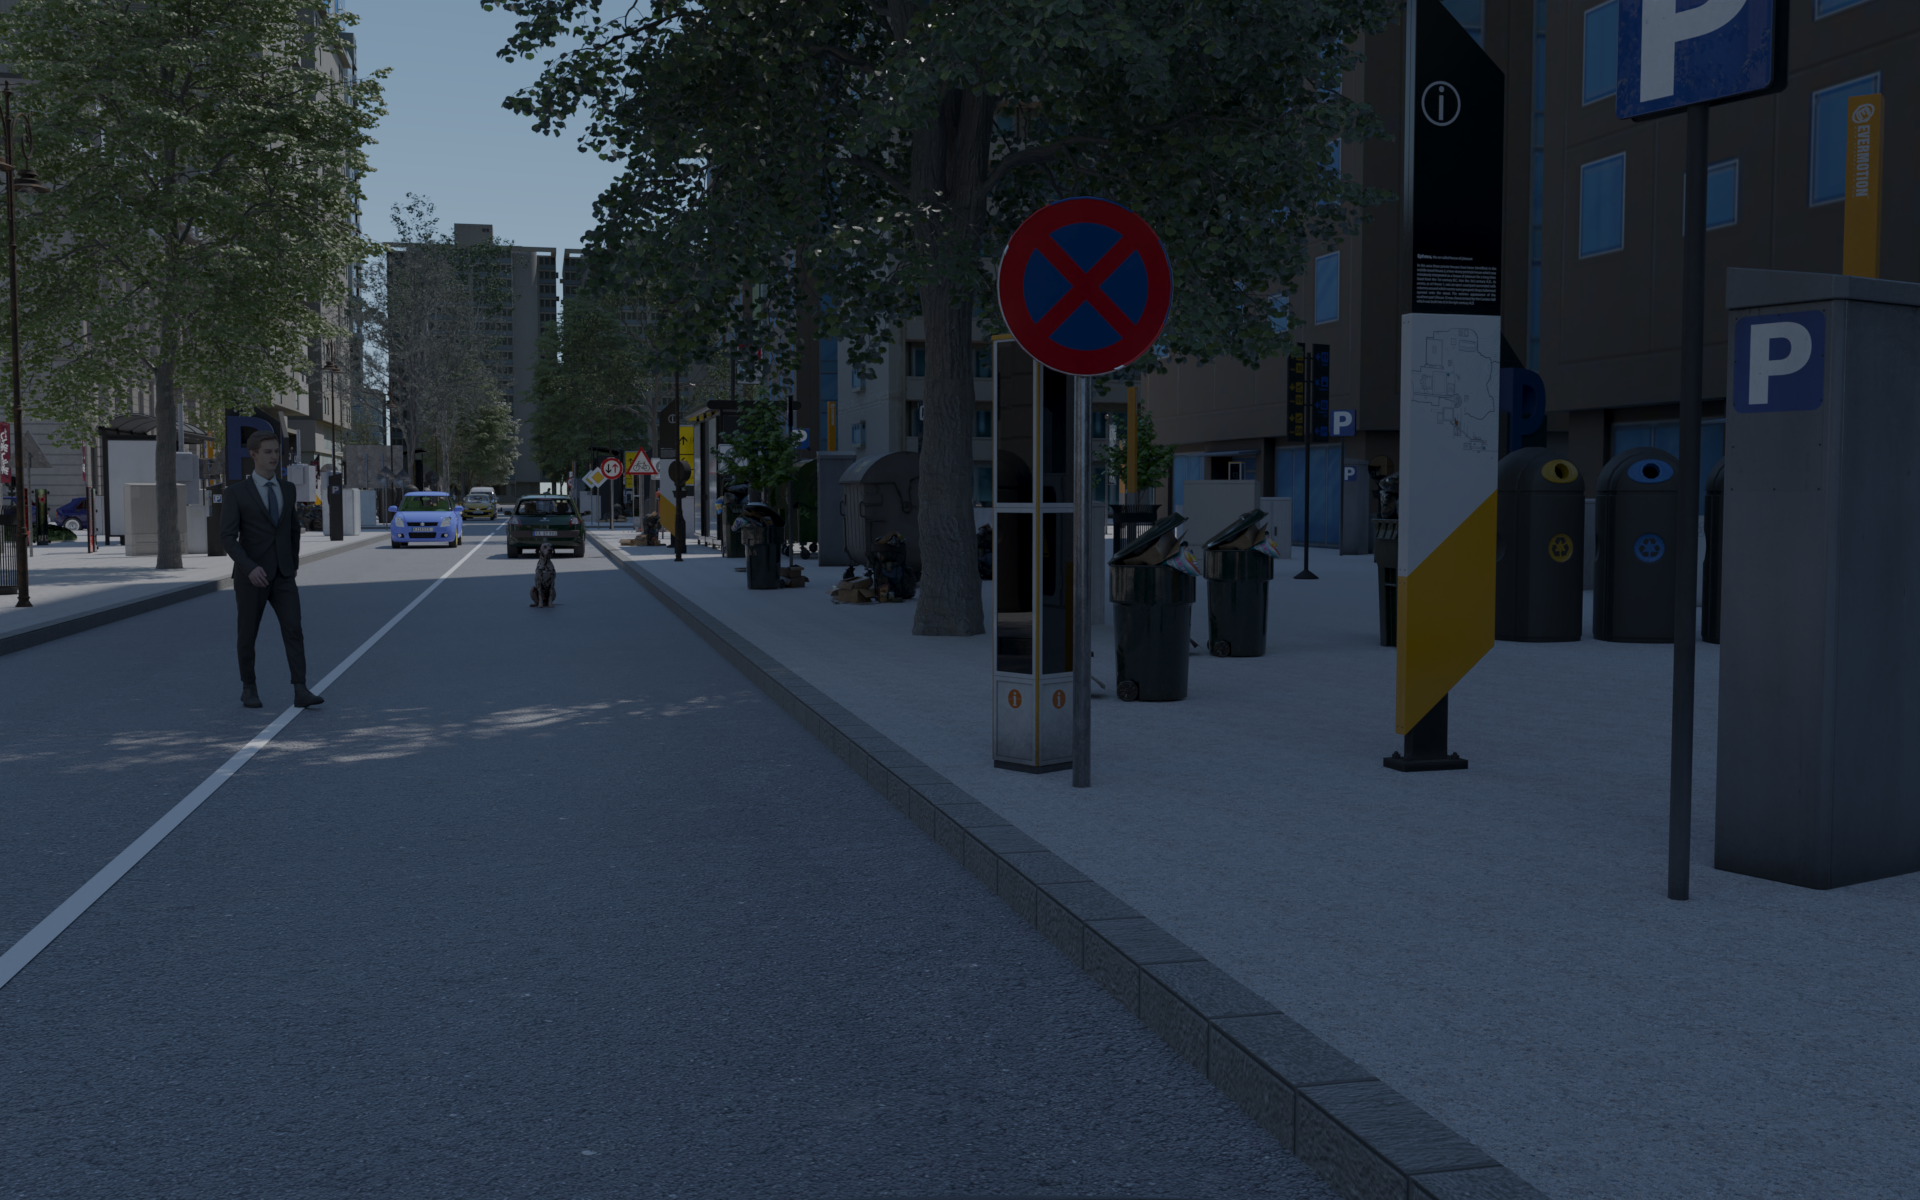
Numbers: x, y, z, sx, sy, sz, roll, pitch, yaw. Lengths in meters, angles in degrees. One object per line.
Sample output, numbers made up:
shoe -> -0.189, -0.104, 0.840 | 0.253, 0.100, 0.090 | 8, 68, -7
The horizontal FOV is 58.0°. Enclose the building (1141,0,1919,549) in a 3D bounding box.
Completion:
building -> 13.778, -24.169, 45.268 | 14.600, 45.320, 14.200 | -1, 4, -14

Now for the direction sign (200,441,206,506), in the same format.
direction sign -> -32.322, -5.016, 74.003 | 0.379, 3.537, 0.876 | -1, 4, -12

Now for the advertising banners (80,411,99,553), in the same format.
advertising banners -> -18.884, -2.529, 37.541 | 0.090, 3.025, 2.074 | -1, 4, -20

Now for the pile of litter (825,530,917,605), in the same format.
pile of litter -> -1.103, -0.421, 20.842 | 1.176, 0.858, 1.719 | 2, 4, 26

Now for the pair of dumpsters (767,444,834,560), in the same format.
pair of dumpsters -> -3.108, -2.037, 35.793 | 1.574, 2.255, 4.437 | -1, 4, -14

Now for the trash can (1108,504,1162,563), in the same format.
trash can -> 2.419, -0.752, 23.950 | 0.748, 1.137, 0.748 | 0, 3, 0

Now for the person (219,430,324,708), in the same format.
person -> -4.579, -0.201, 11.562 | 0.755, 1.850, 0.659 | 3, 5, 40

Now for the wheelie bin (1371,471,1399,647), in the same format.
wheelie bin -> 3.844, -0.398, 14.422 | 0.693, 1.594, 0.980 | -1, 4, -14

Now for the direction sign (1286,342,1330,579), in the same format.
direction sign -> 5.233, -2.085, 26.084 | 0.876, 3.537, 0.379 | -2, 4, -35

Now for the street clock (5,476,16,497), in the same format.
street clock -> -37.874, -3.953, 69.203 | 0.358, 2.002, 0.471 | 1, 4, 22

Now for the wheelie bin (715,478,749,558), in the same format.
wheelie bin -> -4.427, -1.652, 34.913 | 0.980, 1.594, 0.693 | -1, 4, -15

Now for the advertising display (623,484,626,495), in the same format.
advertising display -> -22.357, -6.612, 113.321 | 0.974, 1.923, 0.123 | -1, 4, -19

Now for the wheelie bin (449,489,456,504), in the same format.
wheelie bin -> -34.703, -6.675, 117.046 | 0.980, 1.594, 0.693 | 3, 4, 37

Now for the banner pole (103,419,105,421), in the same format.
banner pole -> -27.732, -4.081, 56.749 | 0.863, 3.779, 0.401 | -3, 5, -44

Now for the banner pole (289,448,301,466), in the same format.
banner pole -> -35.846, -6.324, 93.422 | 0.401, 3.779, 0.863 | 1, 4, 22

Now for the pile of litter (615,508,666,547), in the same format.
pile of litter -> -7.896, -1.778, 43.033 | 1.176, 0.858, 1.719 | -1, 4, -10

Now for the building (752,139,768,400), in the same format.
building -> -9.872, -27.857, 139.048 | 14.154, 41.232, 14.086 | -1, 4, -14

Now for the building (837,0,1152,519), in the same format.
building -> 4.128, -29.004, 97.923 | 21.600, 48.544, 21.300 | -1, 4, -14

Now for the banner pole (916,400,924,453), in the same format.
banner pole -> -0.595, -3.100, 40.708 | 0.863, 3.779, 0.401 | 0, 4, 0

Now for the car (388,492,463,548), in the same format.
car -> -14.479, -2.293, 47.075 | 1.945, 1.707, 3.694 | -1, 4, -13

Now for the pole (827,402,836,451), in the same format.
pole -> -2.836, -2.722, 38.340 | 0.158, 3.312, 0.155 | 0, 3, 0

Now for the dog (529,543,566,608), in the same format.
dog -> -5.217, -0.321, 22.079 | 0.513, 0.831, 0.800 | 1, 4, 19

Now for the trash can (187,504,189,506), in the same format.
trash can -> -40.443, -4.797, 90.081 | 0.748, 1.137, 0.748 | 0, 3, 0

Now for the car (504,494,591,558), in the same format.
car -> -9.606, -1.866, 40.300 | 2.009, 1.686, 4.222 | -1, 4, -12

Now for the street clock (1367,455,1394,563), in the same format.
street clock -> 7.829, -1.695, 32.282 | 0.471, 2.002, 0.358 | 1, 4, 11

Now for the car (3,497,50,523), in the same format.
car -> -35.001, -3.040, 62.283 | 3.894, 1.354, 1.945 | -1, 4, -16

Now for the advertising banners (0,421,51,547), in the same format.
advertising banners -> -22.986, -2.834, 42.516 | 0.090, 3.025, 2.074 | 0, 4, 3

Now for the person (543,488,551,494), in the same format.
person -> -24.186, -5.671, 101.406 | 0.592, 1.802, 0.473 | 1, 4, 9

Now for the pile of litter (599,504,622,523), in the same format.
pile of litter -> -15.531, -3.929, 78.198 | 1.719, 0.858, 1.176 | 1, 4, 9

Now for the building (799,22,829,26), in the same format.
building -> -13.841, -31.097, 158.544 | 14.600, 45.320, 14.200 | -1, 4, -14

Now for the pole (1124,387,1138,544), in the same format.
pole -> 3.295, -2.404, 33.153 | 0.158, 3.312, 0.155 | 0, 3, 0

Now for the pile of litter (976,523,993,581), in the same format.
pile of litter -> 0.244, -0.738, 26.030 | 1.719, 0.858, 1.176 | -1, 4, -20

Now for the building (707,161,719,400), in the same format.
building -> -17.489, -31.937, 172.279 | 14.600, 45.320, 14.200 | -1, 4, -14

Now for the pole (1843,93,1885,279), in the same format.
pole -> 4.655, -0.927, 8.993 | 0.158, 3.312, 0.155 | 0, 3, 0

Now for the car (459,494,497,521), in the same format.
car -> -26.397, -5.176, 94.853 | 2.015, 1.641, 3.980 | -1, 4, -15

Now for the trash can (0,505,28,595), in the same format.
trash can -> -12.311, -0.640, 22.123 | 0.748, 1.137, 0.748 | 0, 3, 0

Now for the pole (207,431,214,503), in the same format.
pole -> -24.399, -3.827, 56.414 | 0.158, 3.312, 0.155 | 0, 3, 0

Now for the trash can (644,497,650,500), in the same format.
trash can -> -13.825, -3.974, 76.630 | 0.748, 1.137, 0.748 | 0, 3, 0

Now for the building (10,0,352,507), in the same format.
building -> -79.272, -36.230, 181.599 | 27.495, 52.752, 28.713 | -1, 4, -14

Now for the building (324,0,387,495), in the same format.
building -> -96.036, -56.593, 237.972 | 31.000, 86.520, 22.319 | -1, 4, -14

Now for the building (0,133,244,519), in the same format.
building -> -54.582, -16.537, 112.174 | 13.314, 21.916, 24.055 | -1, 4, -14

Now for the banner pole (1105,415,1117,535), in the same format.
banner pole -> 4.762, -3.970, 54.934 | 0.401, 3.779, 0.863 | 2, 4, 34

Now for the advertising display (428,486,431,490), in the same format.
advertising display -> -40.149, -7.704, 131.166 | 0.123, 1.923, 0.974 | -1, 4, -21

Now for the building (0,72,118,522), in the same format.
building -> -48.544, -15.115, 88.929 | 13.314, 21.916, 24.055 | -1, 4, -14

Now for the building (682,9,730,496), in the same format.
building -> -19.455, -53.889, 193.762 | 22.319, 86.520, 31.000 | -1, 4, -14

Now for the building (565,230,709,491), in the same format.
building -> -47.050, -34.632, 258.112 | 23.993, 40.220, 32.217 | -1, 4, -14

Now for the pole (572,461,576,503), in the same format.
pole -> -23.724, -6.886, 106.425 | 0.158, 3.312, 0.155 | 0, 3, 0

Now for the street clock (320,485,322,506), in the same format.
street clock -> -51.131, -8.187, 138.420 | 0.358, 2.002, 0.471 | 1, 4, 13

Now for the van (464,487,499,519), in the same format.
van -> -28.203, -5.820, 102.173 | 2.013, 2.044, 4.112 | -1, 4, -13

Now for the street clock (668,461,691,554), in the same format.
street clock -> -6.038, -2.006, 37.371 | 0.471, 2.002, 0.358 | 2, 4, 33

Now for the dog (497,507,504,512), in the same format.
dog -> -37.277, -7.337, 140.150 | 0.748, 0.427, 0.550 | -2, 4, -25

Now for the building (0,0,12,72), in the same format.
building -> -71.673, -34.183, 148.132 | 28.713, 52.752, 27.495 | -1, 4, -14

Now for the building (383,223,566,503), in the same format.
building -> -70.445, -34.245, 251.779 | 23.993, 40.220, 32.217 | -1, 4, -14

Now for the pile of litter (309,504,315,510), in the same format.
pile of litter -> -29.845, -4.084, 80.735 | 1.176, 0.858, 1.719 | -2, 4, -32

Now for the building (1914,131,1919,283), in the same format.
building -> 18.420, -22.843, 23.590 | 14.600, 45.320, 14.200 | -1, 4, -14

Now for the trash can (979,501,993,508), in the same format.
trash can -> 0.769, -1.527, 36.618 | 0.748, 1.137, 0.748 | 0, 3, 0

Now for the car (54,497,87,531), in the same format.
car -> -30.444, -3.059, 62.601 | 3.894, 1.354, 1.945 | -1, 4, -12

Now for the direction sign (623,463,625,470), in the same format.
direction sign -> -24.960, -8.279, 127.359 | 0.876, 3.537, 0.379 | 2, 4, 25

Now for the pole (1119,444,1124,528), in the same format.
pole -> 6.091, -4.356, 65.059 | 0.158, 3.312, 0.155 | 0, 3, 0

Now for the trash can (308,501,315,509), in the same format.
trash can -> -42.330, -6.217, 113.309 | 0.748, 1.137, 0.748 | 0, 3, 0
